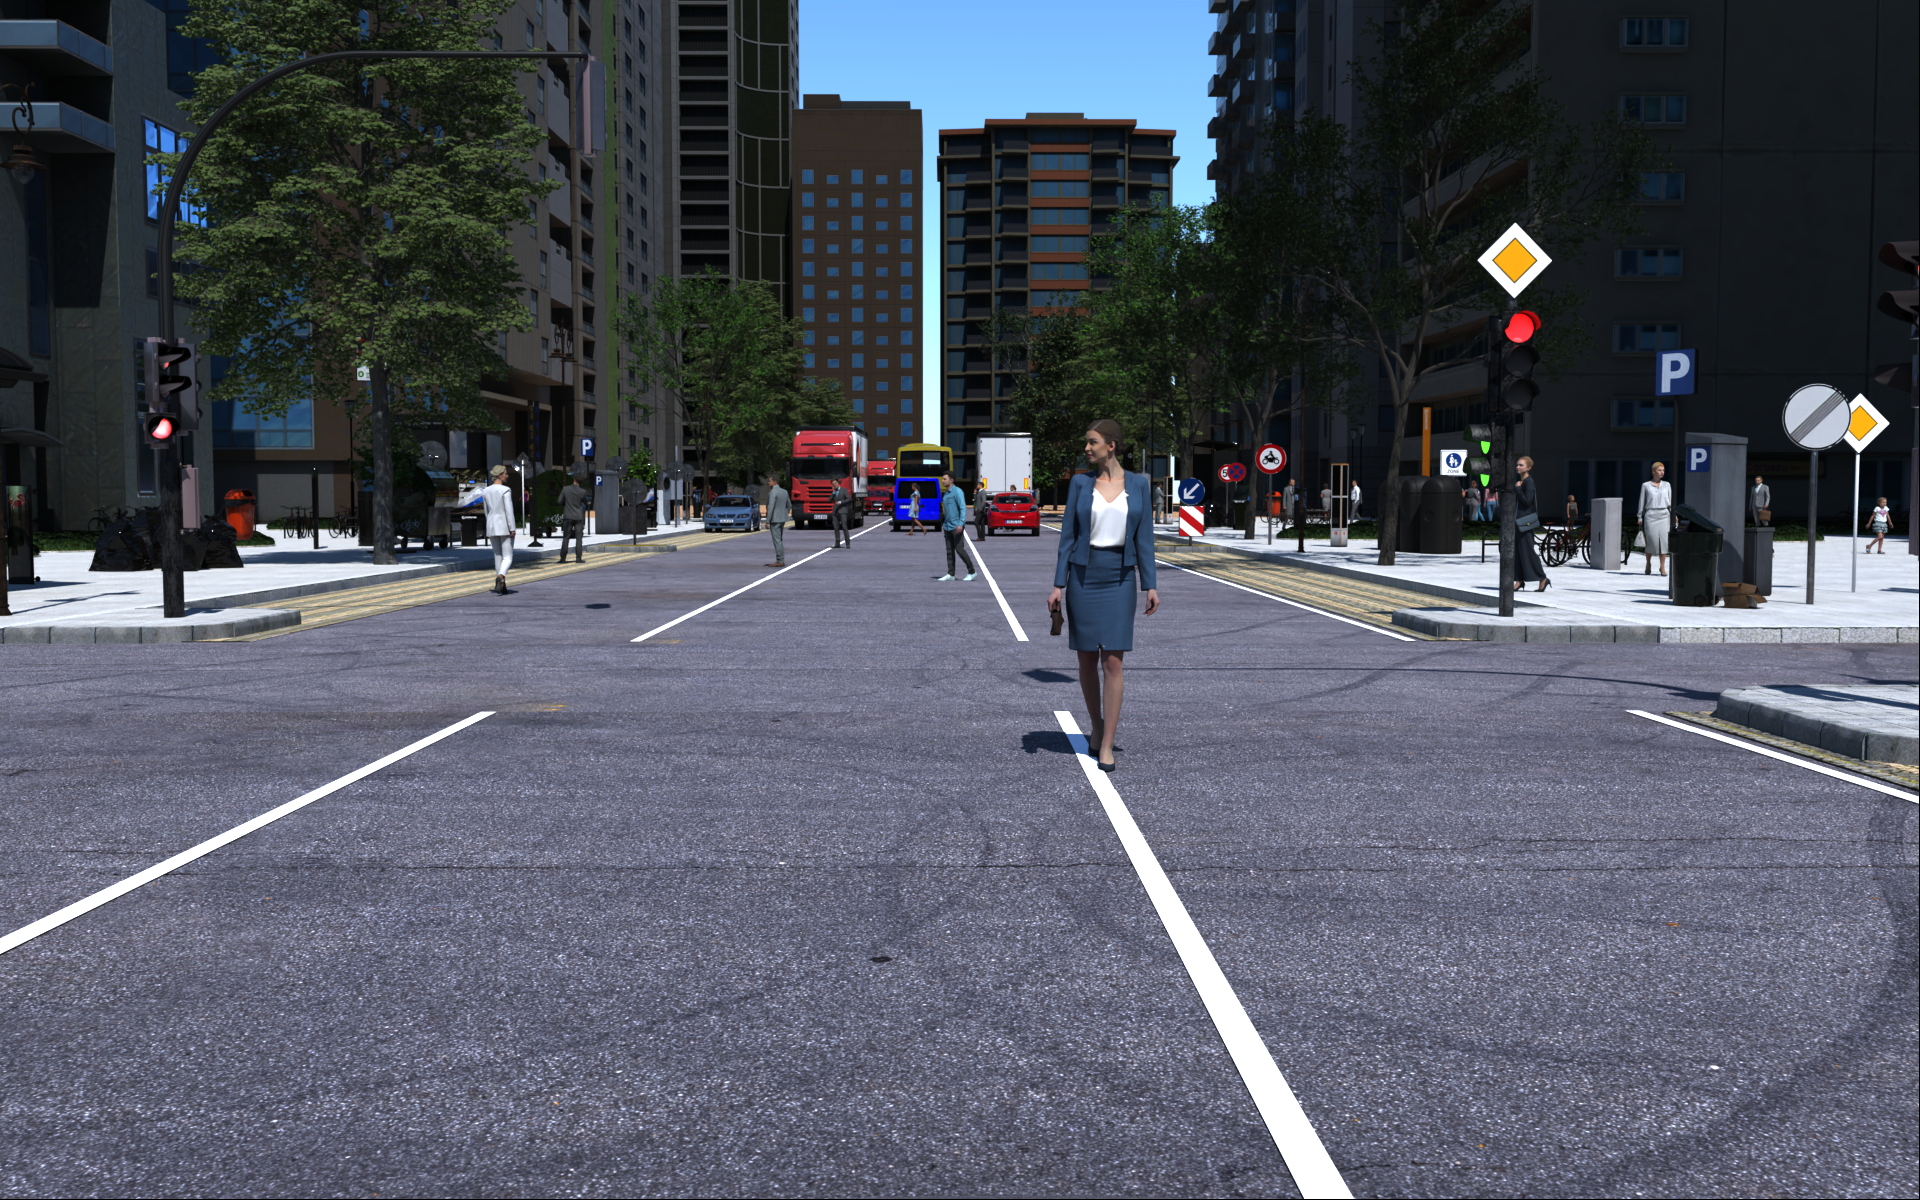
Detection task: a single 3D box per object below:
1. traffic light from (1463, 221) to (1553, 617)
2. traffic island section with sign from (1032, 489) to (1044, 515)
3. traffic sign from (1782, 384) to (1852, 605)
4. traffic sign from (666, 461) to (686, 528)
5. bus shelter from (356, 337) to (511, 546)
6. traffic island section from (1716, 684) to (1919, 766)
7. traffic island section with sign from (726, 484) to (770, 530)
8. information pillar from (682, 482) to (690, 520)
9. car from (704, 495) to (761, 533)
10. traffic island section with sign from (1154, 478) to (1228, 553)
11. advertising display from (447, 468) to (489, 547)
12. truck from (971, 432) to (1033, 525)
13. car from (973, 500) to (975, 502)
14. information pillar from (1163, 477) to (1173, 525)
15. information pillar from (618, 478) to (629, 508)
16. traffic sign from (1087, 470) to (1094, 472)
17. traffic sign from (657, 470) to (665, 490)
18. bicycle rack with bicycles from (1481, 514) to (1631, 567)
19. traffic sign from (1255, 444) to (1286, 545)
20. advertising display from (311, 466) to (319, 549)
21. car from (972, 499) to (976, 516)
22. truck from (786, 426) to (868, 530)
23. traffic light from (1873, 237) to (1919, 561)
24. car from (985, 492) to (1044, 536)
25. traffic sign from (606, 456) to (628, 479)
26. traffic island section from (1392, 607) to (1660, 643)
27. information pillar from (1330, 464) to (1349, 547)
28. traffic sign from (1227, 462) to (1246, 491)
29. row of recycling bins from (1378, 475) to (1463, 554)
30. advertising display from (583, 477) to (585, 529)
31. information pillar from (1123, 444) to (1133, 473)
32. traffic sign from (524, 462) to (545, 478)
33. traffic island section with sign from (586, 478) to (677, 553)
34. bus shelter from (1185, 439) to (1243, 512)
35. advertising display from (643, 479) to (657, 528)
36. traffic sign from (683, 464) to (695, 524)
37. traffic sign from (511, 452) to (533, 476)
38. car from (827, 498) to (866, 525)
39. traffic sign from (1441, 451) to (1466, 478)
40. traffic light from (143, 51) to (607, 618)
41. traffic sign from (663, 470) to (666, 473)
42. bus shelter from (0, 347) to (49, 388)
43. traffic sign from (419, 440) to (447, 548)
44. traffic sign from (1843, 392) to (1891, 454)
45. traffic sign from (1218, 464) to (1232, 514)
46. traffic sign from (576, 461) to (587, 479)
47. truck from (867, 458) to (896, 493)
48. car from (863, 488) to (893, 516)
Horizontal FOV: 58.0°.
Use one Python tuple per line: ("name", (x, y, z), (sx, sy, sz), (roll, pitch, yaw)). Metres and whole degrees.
("traffic light", (5.705, -1.781, 18.039), (0.839, 4.253, 0.868), (0, 4, -1))
("traffic island section with sign", (4.770, -6.813, 120.019), (1.989, 1.847, 2.006), (0, 4, -1))
("traffic sign", (9.888, -1.221, 20.073), (0.768, 2.556, 0.104), (0, 4, 6))
("traffic sign", (-10.877, -4.048, 66.292), (0.768, 2.556, 0.104), (0, 4, 2))
("bus shelter", (-14.296, -4.231, 46.807), (2.179, 5.291, 8.768), (0, 4, -1))
("traffic island section", (5.822, 0.741, 10.168), (2.009, 0.180, 2.903), (0, 4, -1))
("traffic island section with sign", (-8.371, -3.751, 69.956), (1.989, 1.847, 2.006), (0, 4, -1))
("information pillar", (-13.744, -5.042, 86.936), (0.304, 2.012, 0.304), (1, 4, 13))
("car", (-8.533, -3.260, 65.296), (2.014, 1.417, 4.499), (0, 4, 0))
("traffic island section with sign", (5.521, -2.101, 42.976), (1.989, 1.847, 2.006), (0, 4, -1))
("advertising display", (-12.006, -2.268, 42.296), (0.974, 1.923, 0.123), (-2, 4, -28))
("truck", (2.013, -5.837, 84.350), (2.839, 4.237, 11.283), (0, 4, -1))
("car", (1.786, -5.359, 96.665), (2.155, 1.783, 4.494), (0, 4, 1))
("information pillar", (8.783, -4.193, 73.042), (0.304, 2.012, 0.304), (-1, 4, -22))
("information pillar", (-13.299, -3.913, 68.469), (0.304, 2.012, 0.304), (3, 5, 44))
("traffic sign", (6.980, -5.610, 91.824), (0.768, 2.556, 0.104), (0, 4, 1))
("traffic sign", (-15.660, -5.510, 90.191), (0.768, 2.556, 0.104), (0, 4, 1))
("bicycle rack with bicycles", (11.095, -1.122, 31.720), (2.925, 0.926, 2.852), (-1, 4, -21))
("traffic sign", (7.834, -2.667, 43.714), (0.768, 2.556, 0.104), (1, 4, 9))
("advertising display", (-15.118, -2.166, 40.625), (0.123, 1.923, 0.974), (-1, 4, -19))
("car", (1.818, -6.490, 114.910), (1.959, 1.807, 4.718), (0, 4, -1))
("truck", (-5.458, -5.153, 73.170), (2.839, 4.237, 11.283), (0, 4, 0))
("traffic light", (3.691, -2.154, 9.893), (4.771, 5.953, 1.251), (0, 4, -1))
("car", (1.854, -3.128, 60.177), (2.155, 1.783, 4.494), (0, 4, 1))
("traffic sign", (-11.495, -3.539, 57.963), (0.768, 2.556, 0.104), (0, 4, 8))
("traffic island section", (5.746, 0.252, 18.153), (2.009, 0.180, 2.903), (0, 4, -1))
("information pillar", (9.193, -2.291, 41.954), (0.304, 2.012, 0.304), (-3, 5, -44))
("traffic sign", (11.070, -4.241, 69.451), (0.768, 2.556, 0.104), (0, 4, 3))
("row of recycling bins", (10.187, -1.925, 38.585), (1.069, 1.692, 3.534), (0, 4, -5))
("advertising display", (-14.066, -3.623, 64.452), (0.123, 1.923, 0.974), (-1, 4, -18))
("information pillar", (7.820, -5.451, 80.475), (0.504, 3.616, 0.183), (-1, 4, -9))
("traffic sign", (-14.497, -3.628, 59.326), (0.884, 2.594, 0.081), (0, 4, 3))
("traffic island section with sign", (-8.106, -2.102, 43.002), (1.989, 1.847, 2.006), (0, 4, -1))
("bus shelter", (11.339, -5.277, 77.562), (1.731, 3.624, 6.357), (0, 4, 0))
("advertising display", (-11.836, -3.716, 65.976), (0.123, 1.923, 0.974), (-3, 5, -40))
("traffic sign", (-11.591, -4.482, 73.378), (0.768, 2.556, 0.104), (0, 4, 8))
("traffic sign", (-13.584, -3.309, 53.832), (0.795, 2.593, 0.064), (1, 4, 8))
("car", (-5.484, -4.425, 82.570), (2.015, 1.641, 3.980), (0, 4, -2))
("traffic sign", (11.449, -2.331, 40.249), (0.606, 2.300, 0.079), (0, 4, 3))
("traffic light", (-6.064, -2.647, 17.945), (4.771, 5.953, 1.251), (0, 4, -1))
("traffic sign", (-15.490, -5.555, 90.928), (0.768, 2.556, 0.104), (1, 4, 8))
("bus shelter", (-13.084, -1.613, 20.292), (2.014, 3.302, 5.546), (0, 4, 0))
("traffic sign", (-12.569, -2.512, 41.172), (0.768, 2.556, 0.104), (0, 3, 0))
("traffic sign", (11.674, -1.392, 22.491), (0.795, 2.593, 0.064), (0, 4, 1))
("traffic sign", (11.412, -4.518, 73.981), (0.768, 2.556, 0.104), (0, 4, 4))
("traffic sign", (-14.868, -4.127, 67.576), (0.768, 2.556, 0.104), (0, 4, 7))
("truck", (-6.231, -9.127, 138.140), (2.839, 4.237, 11.283), (0, 4, -2))
("car", (-5.445, -6.540, 115.594), (2.281, 1.827, 5.304), (0, 4, -2))
